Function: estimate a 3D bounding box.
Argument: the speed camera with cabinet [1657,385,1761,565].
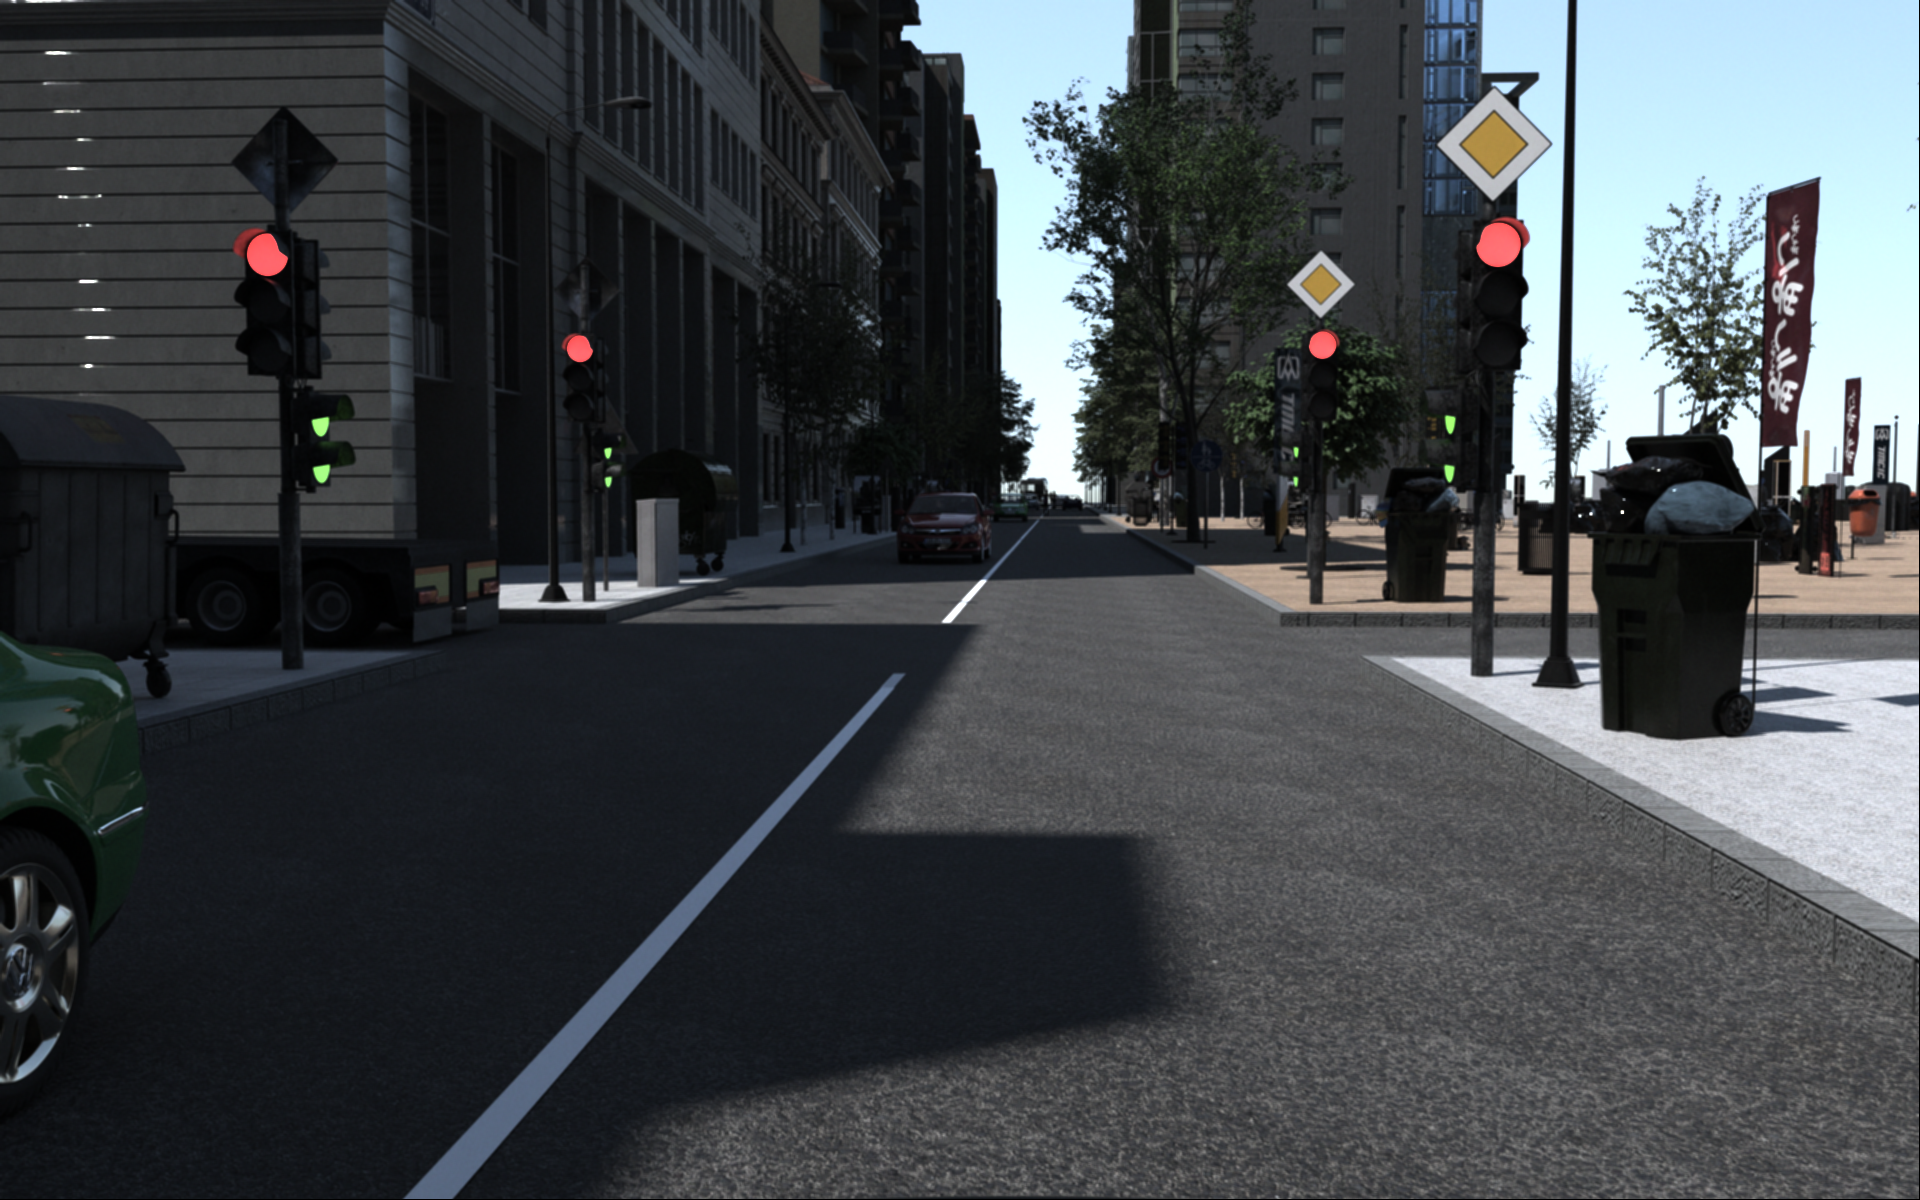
[{"bbox_3d":[13.426,-2.274,31.511,2.038,3.252,0.660,1,4,12],"label":"speed camera with cabinet"}]

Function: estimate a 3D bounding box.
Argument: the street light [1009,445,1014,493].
[{"bbox_3d":[4.261,-11.749,164.638,1.470,5.913,1.316,0,4,3],"label":"street light"}]

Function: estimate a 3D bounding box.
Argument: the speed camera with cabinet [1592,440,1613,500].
[{"bbox_3d":[24.053,-4.261,64.003,0.660,3.252,2.038,3,5,44],"label":"speed camera with cabinet"}]

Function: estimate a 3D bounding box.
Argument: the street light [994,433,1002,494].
[{"bbox_3d":[2.220,-9.694,131.041,1.470,5.913,1.316,0,4,3],"label":"street light"}]

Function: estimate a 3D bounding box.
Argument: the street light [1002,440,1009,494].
[{"bbox_3d":[3.193,-10.719,147.796,1.470,5.913,1.316,0,4,3],"label":"street light"}]

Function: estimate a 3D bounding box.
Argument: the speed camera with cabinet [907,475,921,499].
[{"bbox_3d":[-2.119,-5.813,89.385,0.660,3.252,2.038,1,4,21],"label":"speed camera with cabinet"}]

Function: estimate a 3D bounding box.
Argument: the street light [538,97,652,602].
[{"bbox_3d":[-4.304,-2.931,20.460,1.470,5.913,1.316,0,4,3],"label":"street light"}]

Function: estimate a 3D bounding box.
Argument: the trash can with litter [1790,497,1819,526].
[{"bbox_3d":[34.730,-3.673,71.433,1.055,1.170,0.624,2,4,26],"label":"trash can with litter"}]

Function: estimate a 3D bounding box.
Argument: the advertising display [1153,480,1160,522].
[{"bbox_3d":[9.207,-4.551,79.629,0.123,1.923,0.974,-2,4,-30],"label":"advertising display"}]

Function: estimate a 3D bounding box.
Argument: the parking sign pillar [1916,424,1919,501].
[{"bbox_3d":[37.275,-4.783,66.679,1.447,3.967,1.447,-3,5,-44],"label":"parking sign pillar"}]

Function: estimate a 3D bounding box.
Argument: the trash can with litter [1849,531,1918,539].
[{"bbox_3d":[26.972,-2.428,50.748,1.678,1.210,2.233,1,4,17],"label":"trash can with litter"}]

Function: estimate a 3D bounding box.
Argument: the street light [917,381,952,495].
[{"bbox_3d":[-1.225,-6.059,71.603,1.470,5.913,1.316,0,4,3],"label":"street light"}]

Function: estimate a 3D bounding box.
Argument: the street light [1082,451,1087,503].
[{"bbox_3d":[11.823,-11.085,153.779,1.470,5.913,1.316,0,4,3],"label":"street light"}]

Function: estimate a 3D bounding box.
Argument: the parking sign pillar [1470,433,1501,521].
[{"bbox_3d":[23.197,-5.384,76.504,1.447,3.967,1.447,-1,4,-20],"label":"parking sign pillar"}]

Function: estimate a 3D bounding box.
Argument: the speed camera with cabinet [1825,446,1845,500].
[{"bbox_3d":[36.865,-4.718,71.468,2.038,3.252,0.660,3,4,37],"label":"speed camera with cabinet"}]

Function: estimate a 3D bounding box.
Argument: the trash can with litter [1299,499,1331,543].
[{"bbox_3d":[9.360,-2.089,45.543,0.624,1.170,1.055,2,4,30],"label":"trash can with litter"}]

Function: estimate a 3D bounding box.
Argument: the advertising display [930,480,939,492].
[{"bbox_3d":[-1.416,-4.403,77.199,0.974,1.923,0.123,1,4,9],"label":"advertising display"}]

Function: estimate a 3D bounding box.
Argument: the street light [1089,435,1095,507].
[{"bbox_3d":[9.879,-9.013,119.909,1.470,5.913,1.316,0,4,3],"label":"street light"}]

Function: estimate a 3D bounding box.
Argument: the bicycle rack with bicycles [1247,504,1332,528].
[{"bbox_3d":[12.519,-3.158,65.020,2.925,0.926,2.852,2,4,26],"label":"bicycle rack with bicycles"}]

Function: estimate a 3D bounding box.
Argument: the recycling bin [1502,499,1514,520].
[{"bbox_3d":[27.564,-4.521,86.473,0.722,1.027,0.722,3,5,39],"label":"recycling bin"}]

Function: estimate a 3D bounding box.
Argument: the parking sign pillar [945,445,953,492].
[{"bbox_3d":[-0.617,-6.464,94.154,1.447,3.967,1.447,0,4,2],"label":"parking sign pillar"}]

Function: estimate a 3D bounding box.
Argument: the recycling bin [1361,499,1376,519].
[{"bbox_3d":[21.422,-4.787,90.820,0.722,1.027,0.722,1,4,13],"label":"recycling bin"}]

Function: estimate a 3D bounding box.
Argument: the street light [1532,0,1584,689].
[{"bbox_3d":[3.462,-2.380,11.447,1.470,5.913,1.316,0,4,3],"label":"street light"}]

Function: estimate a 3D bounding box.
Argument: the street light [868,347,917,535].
[{"bbox_3d":[-2.235,-5.034,54.850,1.470,5.913,1.316,0,4,3],"label":"street light"}]

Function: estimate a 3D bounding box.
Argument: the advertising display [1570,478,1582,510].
[{"bbox_3d":[24.069,-3.860,68.325,0.974,1.923,0.123,-1,4,-18],"label":"advertising display"}]

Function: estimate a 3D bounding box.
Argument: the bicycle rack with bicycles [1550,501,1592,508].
[{"bbox_3d":[30.882,-4.522,87.316,2.852,0.926,2.925,2,4,30],"label":"bicycle rack with bicycles"}]

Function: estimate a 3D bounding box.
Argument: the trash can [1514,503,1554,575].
[{"bbox_3d":[9.197,-0.972,27.541,0.748,1.137,0.748,0,3,0],"label":"trash can"}]

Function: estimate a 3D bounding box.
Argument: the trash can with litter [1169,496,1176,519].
[{"bbox_3d":[10.912,-4.860,90.511,1.678,1.210,2.233,-2,4,-29],"label":"trash can with litter"}]

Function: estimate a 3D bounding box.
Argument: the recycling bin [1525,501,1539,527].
[{"bbox_3d":[22.138,-3.356,67.423,0.722,1.027,0.722,1,4,19],"label":"recycling bin"}]

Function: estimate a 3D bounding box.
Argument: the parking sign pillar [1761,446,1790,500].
[{"bbox_3d":[42.951,-6.288,91.273,1.447,3.967,1.447,0,4,-3],"label":"parking sign pillar"}]

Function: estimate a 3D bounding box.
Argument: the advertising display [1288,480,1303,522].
[{"bbox_3d":[15.479,-4.616,80.685,0.974,1.923,0.123,1,4,22],"label":"advertising display"}]

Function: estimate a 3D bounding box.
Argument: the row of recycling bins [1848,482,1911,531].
[{"bbox_3d":[32.206,-3.251,60.274,3.534,1.692,1.069,-3,5,-45],"label":"row of recycling bins"}]

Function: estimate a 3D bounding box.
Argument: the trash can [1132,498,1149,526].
[{"bbox_3d":[7.270,-3.546,69.635,0.748,1.137,0.748,0,3,0],"label":"trash can"}]

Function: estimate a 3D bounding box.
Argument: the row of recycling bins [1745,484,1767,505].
[{"bbox_3d":[33.093,-4.065,73.577,3.534,1.692,1.069,-3,4,-38],"label":"row of recycling bins"}]

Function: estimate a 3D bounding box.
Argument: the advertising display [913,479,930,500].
[{"bbox_3d":[-1.751,-4.342,76.210,0.123,1.923,0.974,-3,4,-37],"label":"advertising display"}]

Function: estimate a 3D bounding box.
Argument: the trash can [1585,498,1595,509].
[{"bbox_3d":[25.538,-3.603,70.558,0.748,1.137,0.748,0,3,0],"label":"trash can"}]

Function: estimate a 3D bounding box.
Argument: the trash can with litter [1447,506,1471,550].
[{"bbox_3d":[11.294,-1.743,39.882,0.624,1.170,1.055,3,5,44],"label":"trash can with litter"}]

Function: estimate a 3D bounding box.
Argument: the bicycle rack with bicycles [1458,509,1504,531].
[{"bbox_3d":[17.863,-2.897,60.747,2.925,0.926,2.852,-1,4,-22],"label":"bicycle rack with bicycles"}]

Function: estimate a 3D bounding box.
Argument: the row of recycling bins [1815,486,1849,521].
[{"bbox_3d":[42.338,-4.686,83.723,1.069,1.692,3.534,0,4,-2],"label":"row of recycling bins"}]

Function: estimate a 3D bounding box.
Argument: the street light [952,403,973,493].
[{"bbox_3d":[-0.248,-7.090,88.469,1.470,5.913,1.316,0,4,3],"label":"street light"}]

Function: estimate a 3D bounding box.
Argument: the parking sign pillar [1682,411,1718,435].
[{"bbox_3d":[23.458,-4.087,55.295,1.447,3.967,1.447,-1,4,-13],"label":"parking sign pillar"}]

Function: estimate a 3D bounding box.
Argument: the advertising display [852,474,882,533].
[{"bbox_3d":[-3.039,-3.152,56.742,0.974,1.923,0.123,0,4,8],"label":"advertising display"}]

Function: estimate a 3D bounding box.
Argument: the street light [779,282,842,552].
[{"bbox_3d":[-3.273,-4.010,38.098,1.470,5.913,1.316,0,4,3],"label":"street light"}]

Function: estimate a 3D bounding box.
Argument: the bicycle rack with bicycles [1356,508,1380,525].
[{"bbox_3d":[17.843,-3.557,71.543,2.925,0.926,2.852,1,4,20],"label":"bicycle rack with bicycles"}]

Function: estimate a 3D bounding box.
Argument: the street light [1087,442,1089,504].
[{"bbox_3d":[10.991,-10.059,137.000,1.470,5.913,1.316,0,4,3],"label":"street light"}]

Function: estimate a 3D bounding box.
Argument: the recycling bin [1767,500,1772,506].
[{"bbox_3d":[36.197,-4.009,78.106,0.722,1.027,0.722,-2,4,-33],"label":"recycling bin"}]

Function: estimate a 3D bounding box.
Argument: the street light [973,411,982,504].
[{"bbox_3d":[0.319,-7.644,97.527,1.470,5.913,1.316,0,4,3],"label":"street light"}]

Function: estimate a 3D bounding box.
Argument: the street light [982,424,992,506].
[{"bbox_3d":[1.162,-8.670,114.290,1.470,5.913,1.316,0,4,3],"label":"street light"}]

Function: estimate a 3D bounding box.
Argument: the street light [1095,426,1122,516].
[{"bbox_3d":[8.924,-7.974,102.915,1.470,5.913,1.316,0,4,3],"label":"street light"}]

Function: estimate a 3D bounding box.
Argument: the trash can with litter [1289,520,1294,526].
[{"bbox_3d":[13.136,-3.593,70.125,0.624,1.170,1.055,-2,4,-31],"label":"trash can with litter"}]
